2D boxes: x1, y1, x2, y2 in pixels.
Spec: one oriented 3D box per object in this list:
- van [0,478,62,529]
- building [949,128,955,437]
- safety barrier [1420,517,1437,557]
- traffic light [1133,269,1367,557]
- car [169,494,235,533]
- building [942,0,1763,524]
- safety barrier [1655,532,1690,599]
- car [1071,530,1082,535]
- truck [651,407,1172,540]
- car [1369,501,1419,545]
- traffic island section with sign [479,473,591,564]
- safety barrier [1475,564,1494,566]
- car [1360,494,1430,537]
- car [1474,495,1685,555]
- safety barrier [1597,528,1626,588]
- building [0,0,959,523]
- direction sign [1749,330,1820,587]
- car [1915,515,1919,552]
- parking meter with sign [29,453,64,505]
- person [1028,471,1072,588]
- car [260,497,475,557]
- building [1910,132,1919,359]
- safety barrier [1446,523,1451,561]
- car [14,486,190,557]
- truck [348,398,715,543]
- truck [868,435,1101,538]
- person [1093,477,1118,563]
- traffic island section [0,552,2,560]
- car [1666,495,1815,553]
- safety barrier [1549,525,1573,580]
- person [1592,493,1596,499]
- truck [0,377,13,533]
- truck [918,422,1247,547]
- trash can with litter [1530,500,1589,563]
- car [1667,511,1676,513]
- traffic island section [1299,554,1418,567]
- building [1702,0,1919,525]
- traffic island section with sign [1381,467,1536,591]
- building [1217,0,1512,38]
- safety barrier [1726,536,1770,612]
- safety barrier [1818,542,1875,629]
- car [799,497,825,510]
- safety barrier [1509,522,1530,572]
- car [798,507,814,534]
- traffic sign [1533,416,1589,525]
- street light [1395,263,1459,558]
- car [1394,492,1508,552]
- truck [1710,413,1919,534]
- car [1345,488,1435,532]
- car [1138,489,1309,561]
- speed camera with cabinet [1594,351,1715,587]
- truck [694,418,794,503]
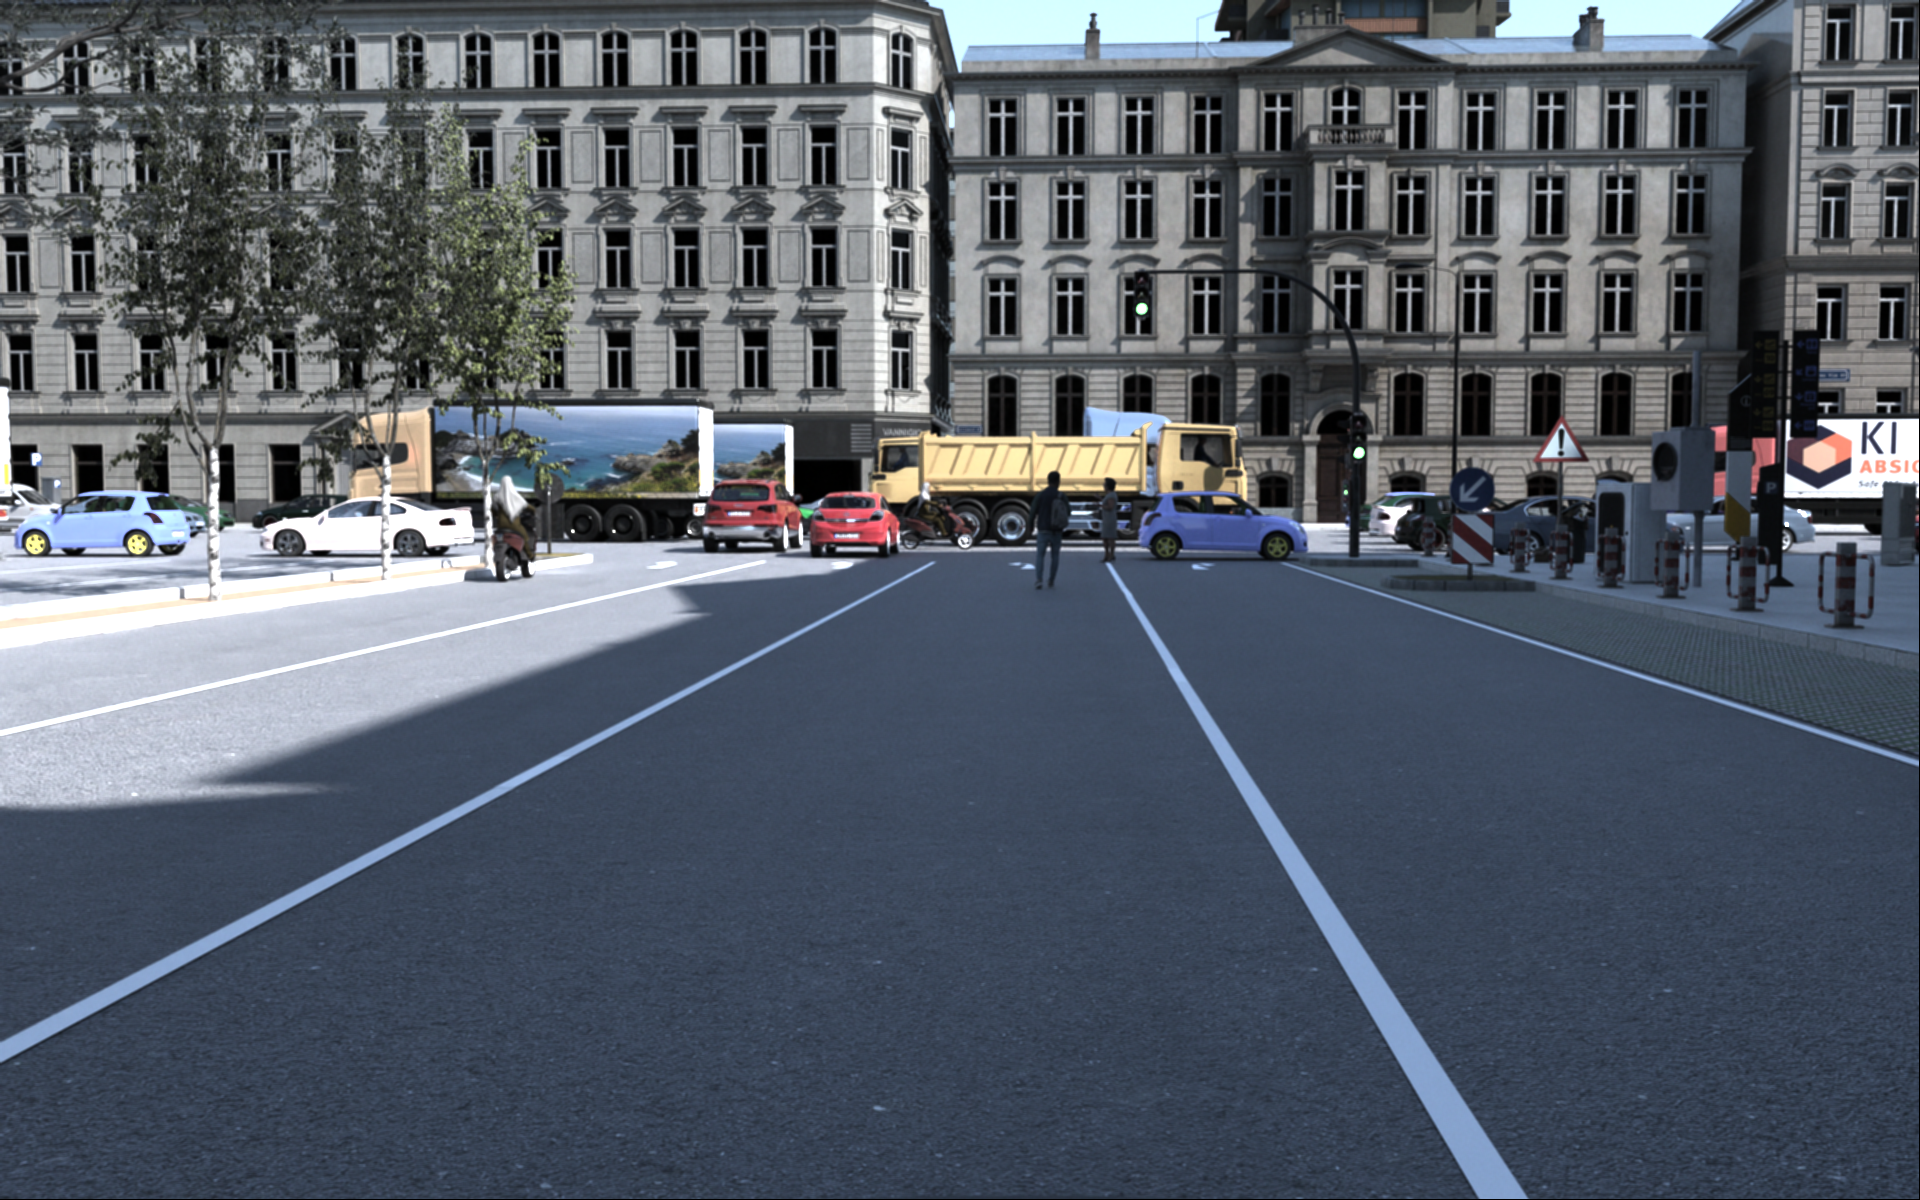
[{"bbox_3d":[-33.176,-3.293,60.854,4.112,2.044,2.013,0,4,3],"label":"van"},{"bbox_3d":[-2.365,-40.242,247.197,27.495,52.752,28.713,0,4,3],"label":"building"},{"bbox_3d":[9.620,-1.300,35.530,0.300,0.817,1.120,0,4,3],"label":"safety barrier"},{"bbox_3d":[5.881,-3.692,35.039,4.771,5.953,1.251,0,4,3],"label":"traffic light"},{"bbox_3d":[-29.931,-3.281,65.446,4.920,1.459,2.131,0,4,3],"label":"car"},{"bbox_3d":[16.890,-15.967,80.152,34.723,24.649,14.460,0,4,3],"label":"building"},{"bbox_3d":[8.761,-0.431,21.320,0.300,0.817,1.120,0,4,3],"label":"safety barrier"},{"bbox_3d":[5.271,-3.160,61.448,4.222,1.686,2.009,0,4,5],"label":"car"},{"bbox_3d":[-1.791,-3.982,54.869,18.799,4.110,2.967,0,4,4],"label":"truck"},{"bbox_3d":[14.221,-2.289,49.793,4.827,1.381,2.083,0,4,3],"label":"car"},{"bbox_3d":[-8.821,-1.730,36.420,2.006,1.907,1.989,0,4,3],"label":"traffic island section with sign"},{"bbox_3d":[9.331,-1.011,30.801,0.300,0.817,1.120,0,4,3],"label":"safety barrier"},{"bbox_3d":[15.768,-2.853,58.445,4.920,1.459,2.131,0,4,4],"label":"car"},{"bbox_3d":[13.552,-1.594,38.069,4.499,1.417,2.014,0,4,4],"label":"car"},{"bbox_3d":[8.902,-0.576,23.685,0.300,0.817,1.120,0,4,3],"label":"safety barrier"},{"bbox_3d":[-22.398,-18.780,83.472,44.131,29.872,17.030,0,4,3],"label":"building"},{"bbox_3d":[11.422,-1.961,24.052,0.876,3.537,0.379,1,4,10],"label":"direction sign"},{"bbox_3d":[25.199,-2.023,42.124,4.494,1.783,2.155,0,4,3],"label":"car"},{"bbox_3d":[-38.434,-4.709,73.250,1.738,3.016,0.543,1,4,21],"label":"parking meter with sign"},{"bbox_3d":[1.374,-1.072,26.371,0.623,1.781,0.721,0,4,-8],"label":"person"},{"bbox_3d":[-13.732,-1.697,40.115,4.827,1.381,2.083,0,4,3],"label":"car"},{"bbox_3d":[20.684,-11.796,11.947,14.460,24.649,34.723,0,4,3],"label":"building"},{"bbox_3d":[9.476,-1.155,33.166,0.300,0.817,1.120,0,4,3],"label":"safety barrier"},{"bbox_3d":[-19.903,-1.868,40.139,3.694,1.707,1.945,0,4,3],"label":"car"},{"bbox_3d":[-13.184,-3.866,52.128,11.283,4.237,2.839,0,4,2],"label":"truck"},{"bbox_3d":[0.980,-3.804,58.124,9.791,3.379,3.469,0,4,2],"label":"truck"},{"bbox_3d":[3.024,-1.674,36.220,0.532,1.782,0.716,0,4,0],"label":"person"},{"bbox_3d":[-21.973,-0.899,36.978,2.009,0.180,2.903,0,4,3],"label":"traffic island section"},{"bbox_3d":[18.846,-1.909,43.212,4.499,1.417,2.014,0,4,3],"label":"car"},{"bbox_3d":[9.045,-0.720,26.054,0.300,0.817,1.120,0,4,3],"label":"safety barrier"},{"bbox_3d":[23.819,-3.402,64.670,0.434,1.755,0.990,-2,4,-24],"label":"person"},{"bbox_3d":[-28.567,-3.189,41.054,11.283,4.237,2.839,0,4,4],"label":"truck"},{"bbox_3d":[3.827,-3.175,47.834,9.791,3.379,3.469,0,4,4],"label":"truck"},{"bbox_3d":[11.158,-1.278,32.288,1.055,1.170,0.624,2,4,34],"label":"trash can with litter"},{"bbox_3d":[24.758,-2.826,58.788,3.894,1.354,1.945,0,4,3],"label":"car"},{"bbox_3d":[8.013,-0.788,35.166,2.009,0.180,2.903,0,4,3],"label":"traffic island section"},{"bbox_3d":[46.747,-17.091,76.699,25.104,27.353,12.463,0,4,3],"label":"building"},{"bbox_3d":[7.485,-1.081,26.298,1.989,1.847,2.006,0,4,3],"label":"traffic island section with sign"},{"bbox_3d":[32.678,-29.979,144.773,22.147,44.769,28.867,0,4,3],"label":"building"},{"bbox_3d":[8.616,-0.286,18.946,0.300,0.817,1.120,0,4,3],"label":"safety barrier"},{"bbox_3d":[8.477,-0.141,16.581,0.300,0.817,1.120,0,4,3],"label":"safety barrier"},{"bbox_3d":[-4.096,-3.398,67.567,4.499,1.417,2.014,0,4,5],"label":"car"},{"bbox_3d":[9.189,-0.865,28.418,0.300,0.817,1.120,0,4,3],"label":"safety barrier"},{"bbox_3d":[-7.018,-3.200,61.115,4.718,1.807,1.959,0,4,2],"label":"car"},{"bbox_3d":[9.979,-1.762,28.808,0.884,2.594,0.081,1,4,12],"label":"traffic sign"},{"bbox_3d":[9.440,-3.816,34.933,1.470,5.913,1.316,0,4,3],"label":"street light"},{"bbox_3d":[13.101,-2.066,43.574,4.222,1.686,2.009,0,4,3],"label":"car"},{"bbox_3d":[30.781,-4.415,61.097,11.283,4.237,2.839,0,4,5],"label":"truck"},{"bbox_3d":[16.633,-3.466,66.258,3.694,1.707,1.945,0,4,3],"label":"car"},{"bbox_3d":[5.770,-1.738,38.008,3.694,1.707,1.945,0,4,3],"label":"car"},{"bbox_3d":[9.848,-1.852,24.624,0.660,3.252,2.038,-1,4,-11],"label":"speed camera with cabinet"},{"bbox_3d":[-12.004,-4.673,65.323,11.283,4.237,2.839,0,4,2],"label":"truck"}]
